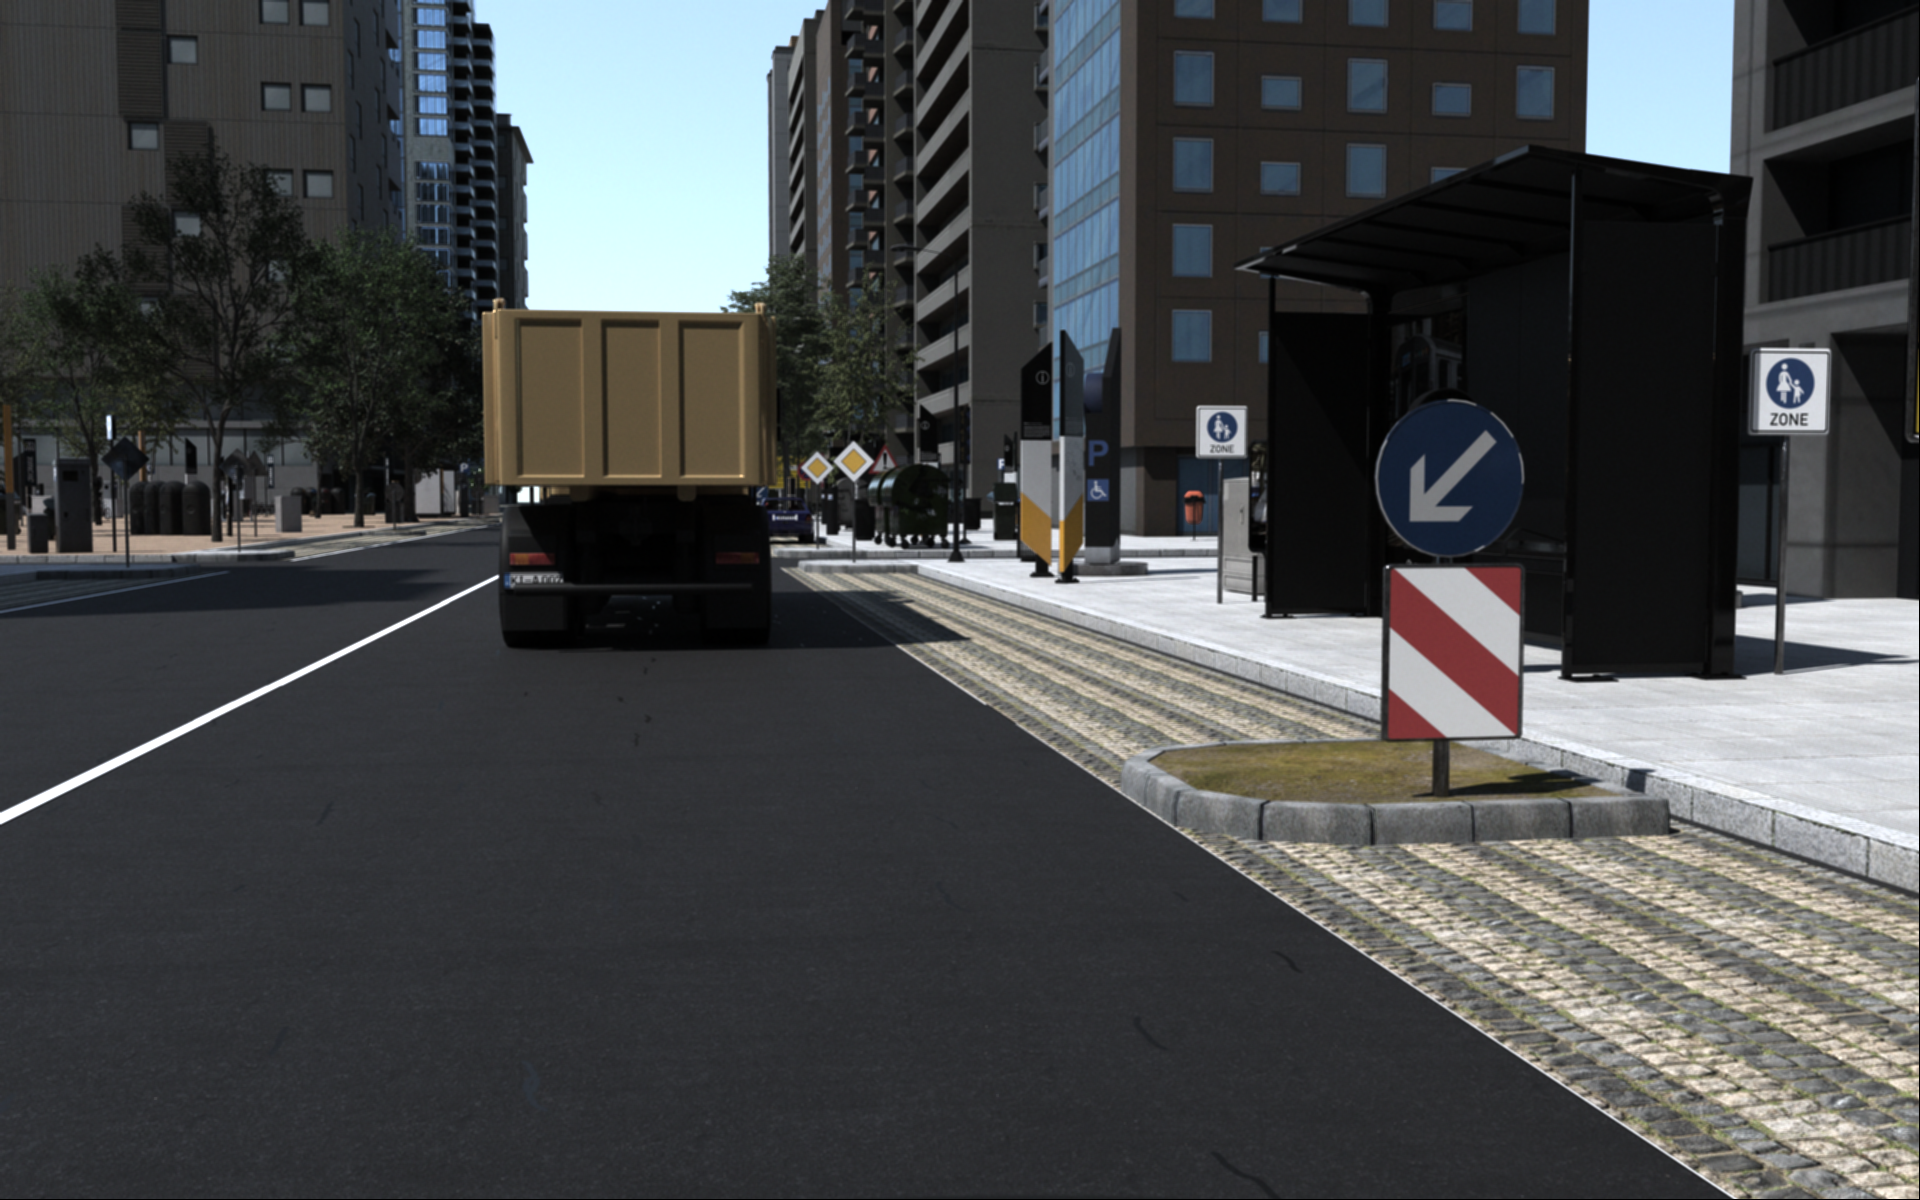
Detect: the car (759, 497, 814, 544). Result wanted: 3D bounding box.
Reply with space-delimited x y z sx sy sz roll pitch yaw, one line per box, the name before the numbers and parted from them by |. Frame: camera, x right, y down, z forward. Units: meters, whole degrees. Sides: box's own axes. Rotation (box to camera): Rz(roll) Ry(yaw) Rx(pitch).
car | -5.240 -2.329 50.654 1.945 1.354 3.894 -1 4 -10

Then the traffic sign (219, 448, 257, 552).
traffic sign | -15.881 -2.108 38.111 0.795 2.450 0.064 -1 4 -10

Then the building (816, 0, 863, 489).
building | -5.232 -30.864 154.729 14.600 45.320 14.200 -1 4 -10

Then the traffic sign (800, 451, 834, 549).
traffic sign | -3.309 -2.236 40.201 0.795 2.450 0.064 -1 4 -10

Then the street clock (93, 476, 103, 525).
street clock | -35.445 -4.077 71.228 0.358 2.002 0.471 0 4 -5

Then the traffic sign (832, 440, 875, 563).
traffic sign | -1.983 -1.754 32.326 0.795 2.450 0.064 -1 4 -10

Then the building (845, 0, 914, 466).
building | 2.754 -29.337 134.291 22.147 44.769 28.867 -1 4 -10

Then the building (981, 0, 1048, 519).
building | 9.361 -29.118 99.783 21.300 48.544 21.600 -1 4 -10

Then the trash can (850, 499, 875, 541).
trash can | -2.659 -2.224 48.011 0.748 1.137 0.748 0 3 0

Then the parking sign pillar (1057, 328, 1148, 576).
parking sign pillar | 2.278 -2.390 27.557 1.447 3.967 1.447 1 4 12

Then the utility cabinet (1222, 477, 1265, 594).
utility cabinet | 3.744 -0.841 22.435 0.318 1.500 1.173 -1 4 -13

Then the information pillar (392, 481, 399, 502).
information pillar | -31.521 -5.643 96.749 0.304 2.012 0.304 -3 5 -39

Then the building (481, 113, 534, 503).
building | -74.745 -39.906 241.705 28.713 52.752 27.495 -1 4 -10

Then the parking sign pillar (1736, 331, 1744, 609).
parking sign pillar | 8.196 -1.914 19.772 1.447 3.967 1.447 -2 4 -35

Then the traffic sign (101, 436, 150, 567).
traffic sign | -14.554 -1.627 30.237 0.795 2.450 0.064 -1 4 -10

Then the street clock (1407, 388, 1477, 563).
street clock | 3.324 -0.452 11.959 0.471 2.002 0.358 0 4 -1

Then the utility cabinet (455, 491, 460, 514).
utility cabinet | -32.171 -6.203 110.090 1.173 1.500 0.318 2 4 28

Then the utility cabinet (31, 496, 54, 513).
utility cabinet | -32.736 -3.109 61.997 1.020 1.237 0.306 1 4 23

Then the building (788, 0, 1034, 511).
building | -5.609 -33.580 172.733 21.300 48.544 21.600 -1 4 -10

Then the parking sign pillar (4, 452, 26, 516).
parking sign pillar | -56.350 -7.040 103.574 1.447 3.967 1.447 -1 4 -21

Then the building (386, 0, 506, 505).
building | -67.375 -55.024 212.309 22.319 86.520 31.000 -1 4 -10

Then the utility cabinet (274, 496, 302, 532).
utility cabinet | -22.609 -2.883 58.298 0.306 1.237 1.020 1 4 17

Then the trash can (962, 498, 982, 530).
trash can | 0.429 -3.050 61.517 0.748 1.137 0.748 0 3 0

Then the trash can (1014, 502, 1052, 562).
trash can | 1.384 -1.299 32.894 0.748 1.137 0.748 0 3 0

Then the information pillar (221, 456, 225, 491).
information pillar | -45.004 -6.976 105.408 0.504 3.616 0.183 -3 5 -42

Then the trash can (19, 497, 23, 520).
trash can | -47.030 -4.563 86.257 0.748 1.137 0.748 0 3 0

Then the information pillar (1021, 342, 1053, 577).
information pillar | 1.187 -2.159 26.658 0.504 3.616 0.183 -1 4 -12

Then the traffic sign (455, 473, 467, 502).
traffic sign | -30.159 -6.395 104.666 0.768 2.556 0.104 0 4 -1

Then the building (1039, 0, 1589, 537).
building | 11.018 -24.947 57.986 14.200 45.320 14.600 -1 4 -10

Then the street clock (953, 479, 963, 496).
street clock | -0.091 -4.784 82.793 0.358 2.002 0.471 3 5 42

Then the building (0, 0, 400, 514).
building | -54.615 -32.527 121.059 28.713 52.752 27.495 -1 4 -10

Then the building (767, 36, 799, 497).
building | -15.003 -42.169 231.466 21.231 58.520 28.212 -1 4 -10

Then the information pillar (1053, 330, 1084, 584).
information pillar | 1.599 -2.053 24.929 0.183 3.616 0.504 3 5 40

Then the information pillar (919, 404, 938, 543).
information pillar | -0.817 -3.278 44.947 0.504 3.616 0.183 0 4 5

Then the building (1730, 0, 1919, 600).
building | 21.383 -35.332 15.927 20.563 71.187 20.611 -1 4 -10

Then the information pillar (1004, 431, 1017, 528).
information pillar | 1.923 -4.657 67.489 0.504 3.616 0.183 3 4 38

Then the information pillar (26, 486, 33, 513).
information pillar | -52.765 -5.732 98.204 0.304 2.012 0.304 -3 4 -38

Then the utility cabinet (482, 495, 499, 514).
utility cabinet | -30.443 -6.179 112.183 1.020 1.237 0.306 -2 4 -33

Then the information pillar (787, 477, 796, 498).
information pillar | -7.382 -4.373 75.990 0.304 2.012 0.304 -2 4 -25

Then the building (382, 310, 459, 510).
building | -59.369 -18.637 149.753 27.650 21.520 28.899 -1 4 -10

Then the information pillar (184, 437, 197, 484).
information pillar | -31.665 -4.892 71.331 0.183 3.616 0.504 2 4 34
